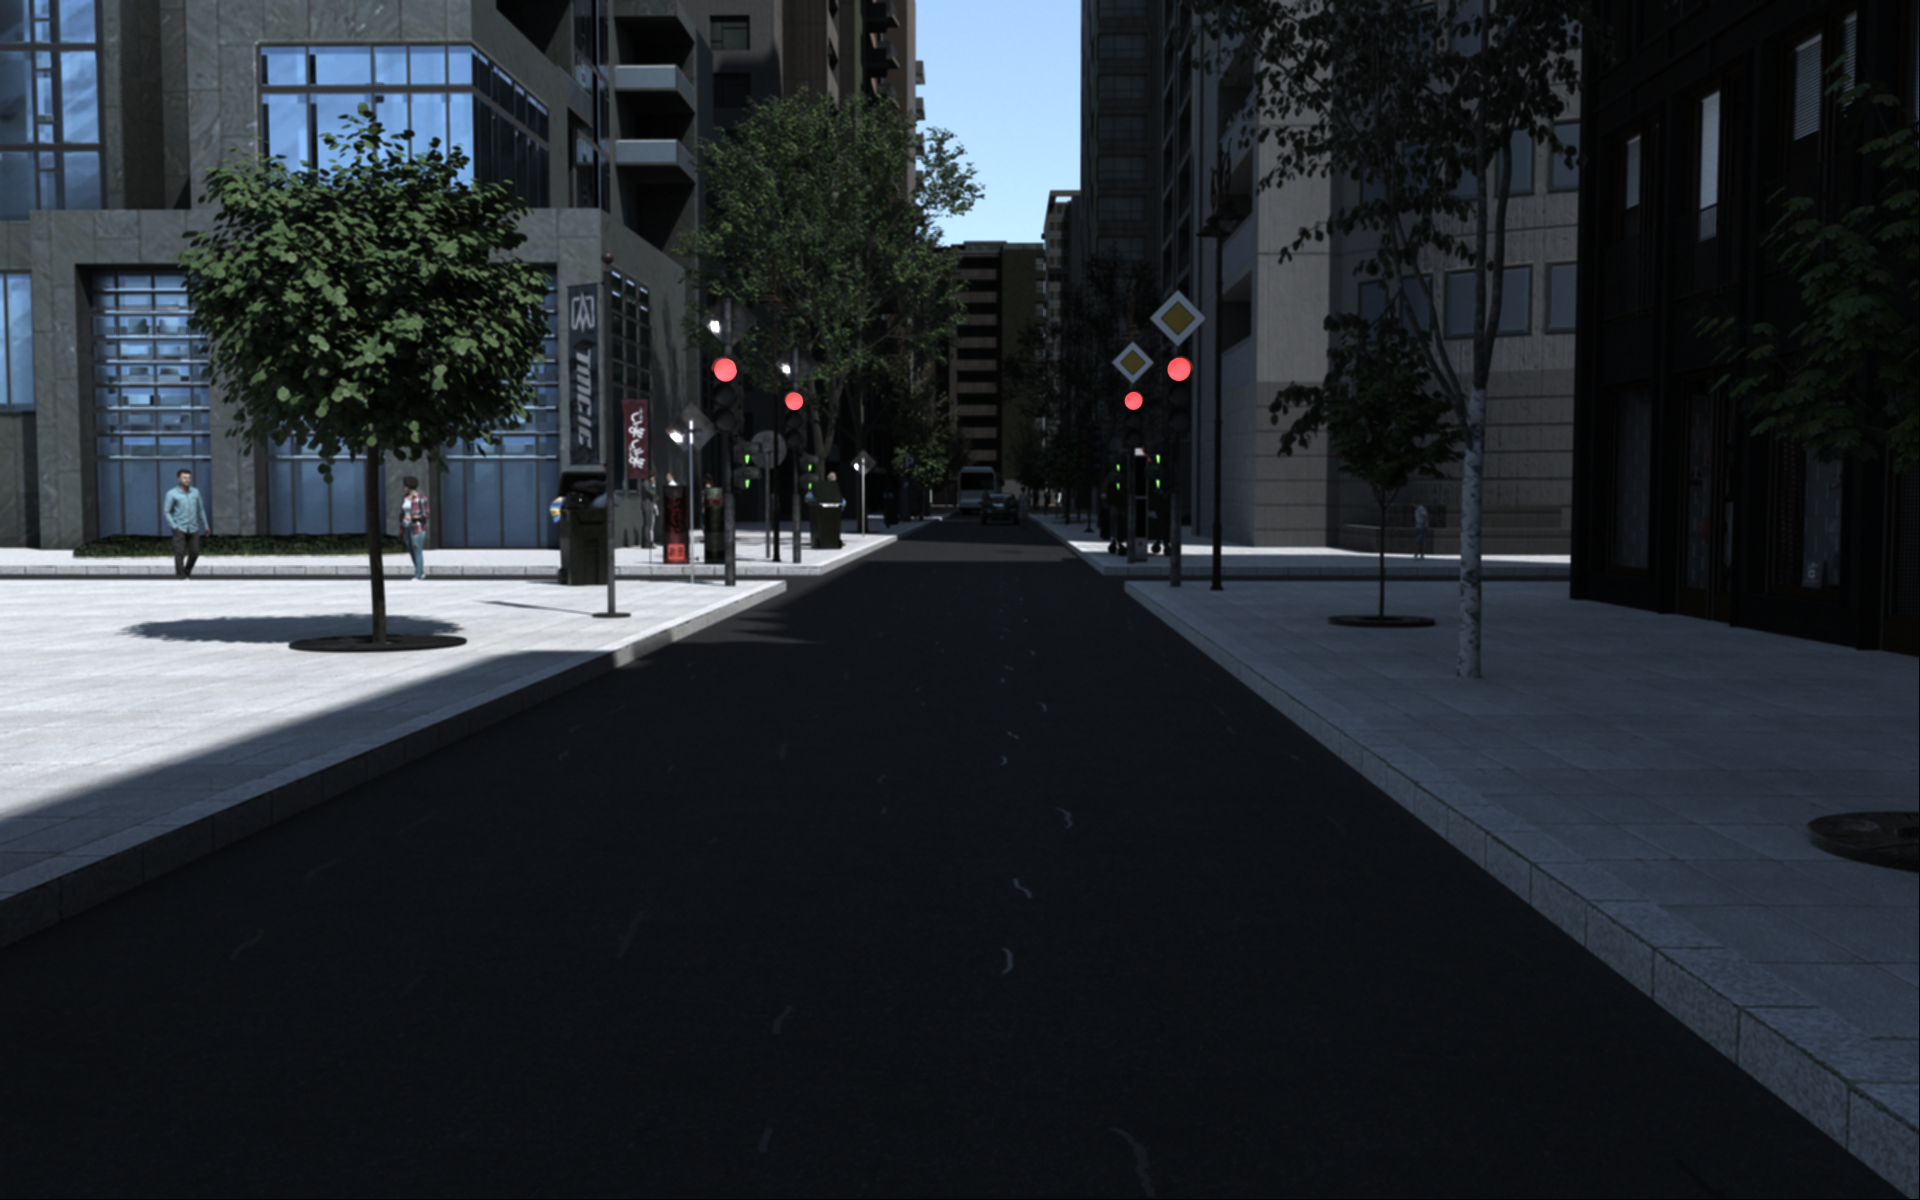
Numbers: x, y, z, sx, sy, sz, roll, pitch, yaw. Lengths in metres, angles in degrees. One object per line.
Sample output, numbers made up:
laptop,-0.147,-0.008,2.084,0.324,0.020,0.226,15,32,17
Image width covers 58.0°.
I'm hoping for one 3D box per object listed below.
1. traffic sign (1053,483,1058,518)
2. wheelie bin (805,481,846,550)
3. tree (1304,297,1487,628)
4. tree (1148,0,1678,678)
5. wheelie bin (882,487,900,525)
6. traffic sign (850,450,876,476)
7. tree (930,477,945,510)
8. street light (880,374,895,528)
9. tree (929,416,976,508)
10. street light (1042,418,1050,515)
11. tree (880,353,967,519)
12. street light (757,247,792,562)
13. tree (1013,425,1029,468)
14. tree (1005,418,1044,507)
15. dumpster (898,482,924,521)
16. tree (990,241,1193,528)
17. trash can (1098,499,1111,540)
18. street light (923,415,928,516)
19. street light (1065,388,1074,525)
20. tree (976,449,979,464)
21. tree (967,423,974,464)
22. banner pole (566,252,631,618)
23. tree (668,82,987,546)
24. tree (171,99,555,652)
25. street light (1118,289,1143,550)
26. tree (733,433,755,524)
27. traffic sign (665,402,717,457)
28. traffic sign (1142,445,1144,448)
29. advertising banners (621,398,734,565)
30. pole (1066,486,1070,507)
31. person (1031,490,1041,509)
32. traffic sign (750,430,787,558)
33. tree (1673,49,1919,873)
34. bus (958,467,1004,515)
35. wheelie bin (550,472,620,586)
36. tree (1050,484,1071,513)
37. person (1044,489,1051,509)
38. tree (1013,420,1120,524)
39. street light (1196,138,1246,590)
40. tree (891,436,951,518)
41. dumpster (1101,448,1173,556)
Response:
traffic sign,5.103,-5.576,91.272,0.768,2.556,0.104,0,4,2
wheelie bin,-3.168,-1.981,40.290,0.980,1.594,0.693,-2,4,-28
tree,4.300,-1.370,17.009,1.663,3.219,1.824,0,3,0
tree,3.417,-3.774,12.067,4.360,8.622,3.978,0,3,0
wheelie bin,-2.902,-3.954,72.558,0.693,1.594,0.980,-1,4,-11
traffic sign,-2.883,-3.156,51.336,0.795,2.593,0.064,0,4,6
tree,-1.901,-9.040,142.412,1.663,3.219,1.824,0,3,0
street light,-2.733,-5.679,65.636,0.468,5.910,1.993,0,4,1
tree,-1.175,-12.690,157.842,4.360,8.622,3.978,0,3,0
street light,5.215,-8.116,105.476,0.468,5.910,1.993,0,4,1
tree,-2.228,-8.500,89.343,4.737,8.622,4.395,0,3,0
street light,-3.479,-3.663,32.679,0.468,5.910,1.993,0,4,1
tree,7.472,-13.920,177.951,4.360,8.622,3.978,0,3,0
tree,6.525,-13.150,165.366,4.737,8.622,4.395,0,3,0
dumpster,-2.375,-4.728,83.061,1.264,1.857,1.865,0,4,1
tree,5.258,-7.970,64.729,8.767,10.594,7.601,0,4,3
trash can,4.222,-2.252,48.466,0.748,1.137,0.748,0,3,0
street light,-1.942,-7.730,99.168,0.468,5.910,1.993,0,4,1
street light,4.507,-6.100,72.519,0.468,5.910,1.993,0,4,1
tree,-0.014,-14.354,185.055,4.360,8.622,3.978,0,3,0
tree,-0.599,-13.261,167.181,4.737,8.622,4.395,0,3,0
banner pole,-3.828,-1.721,18.152,0.863,3.779,0.401,3,4,38
tree,-3.351,-7.162,42.848,9.928,11.665,9.643,0,3,0
tree,-4.943,-1.894,14.682,4.285,4.588,4.351,0,3,0
street light,3.846,-4.067,39.284,0.468,5.910,1.993,0,4,1
tree,-10.233,-5.519,73.946,4.285,4.588,4.351,0,3,0
traffic sign,-3.853,-1.533,24.802,0.795,2.593,0.064,0,4,6
traffic sign,4.193,-2.497,40.827,0.884,2.594,0.081,0,4,2
advertising banners,-5.144,-2.160,31.500,2.074,3.025,0.090,0,4,7
pole,5.238,-5.523,84.139,0.158,3.312,0.155,0,3,0
person,6.657,-8.914,152.309,0.721,1.766,1.217,-3,5,-39
traffic sign,-3.837,-2.107,34.551,0.768,2.556,0.104,0,4,5
tree,3.730,-0.709,6.194,1.663,3.219,1.824,0,3,0
bus,1.529,-7.885,123.779,2.948,3.499,13.247,0,4,3
wheelie bin,-5.262,-1.011,24.445,0.980,1.594,0.693,-2,4,-30
tree,6.640,-7.489,117.040,1.663,3.219,1.824,0,3,0
person,7.457,-8.558,146.906,0.756,1.711,0.436,-2,4,-24
tree,5.645,-5.975,81.405,4.285,4.588,4.351,0,3,0
street light,3.432,-3.070,22.980,0.468,5.910,1.993,0,4,1
tree,-2.124,-6.797,94.849,4.285,4.588,4.351,0,3,0
dumpster,3.768,-2.072,36.371,1.502,2.255,1.985,0,4,1
